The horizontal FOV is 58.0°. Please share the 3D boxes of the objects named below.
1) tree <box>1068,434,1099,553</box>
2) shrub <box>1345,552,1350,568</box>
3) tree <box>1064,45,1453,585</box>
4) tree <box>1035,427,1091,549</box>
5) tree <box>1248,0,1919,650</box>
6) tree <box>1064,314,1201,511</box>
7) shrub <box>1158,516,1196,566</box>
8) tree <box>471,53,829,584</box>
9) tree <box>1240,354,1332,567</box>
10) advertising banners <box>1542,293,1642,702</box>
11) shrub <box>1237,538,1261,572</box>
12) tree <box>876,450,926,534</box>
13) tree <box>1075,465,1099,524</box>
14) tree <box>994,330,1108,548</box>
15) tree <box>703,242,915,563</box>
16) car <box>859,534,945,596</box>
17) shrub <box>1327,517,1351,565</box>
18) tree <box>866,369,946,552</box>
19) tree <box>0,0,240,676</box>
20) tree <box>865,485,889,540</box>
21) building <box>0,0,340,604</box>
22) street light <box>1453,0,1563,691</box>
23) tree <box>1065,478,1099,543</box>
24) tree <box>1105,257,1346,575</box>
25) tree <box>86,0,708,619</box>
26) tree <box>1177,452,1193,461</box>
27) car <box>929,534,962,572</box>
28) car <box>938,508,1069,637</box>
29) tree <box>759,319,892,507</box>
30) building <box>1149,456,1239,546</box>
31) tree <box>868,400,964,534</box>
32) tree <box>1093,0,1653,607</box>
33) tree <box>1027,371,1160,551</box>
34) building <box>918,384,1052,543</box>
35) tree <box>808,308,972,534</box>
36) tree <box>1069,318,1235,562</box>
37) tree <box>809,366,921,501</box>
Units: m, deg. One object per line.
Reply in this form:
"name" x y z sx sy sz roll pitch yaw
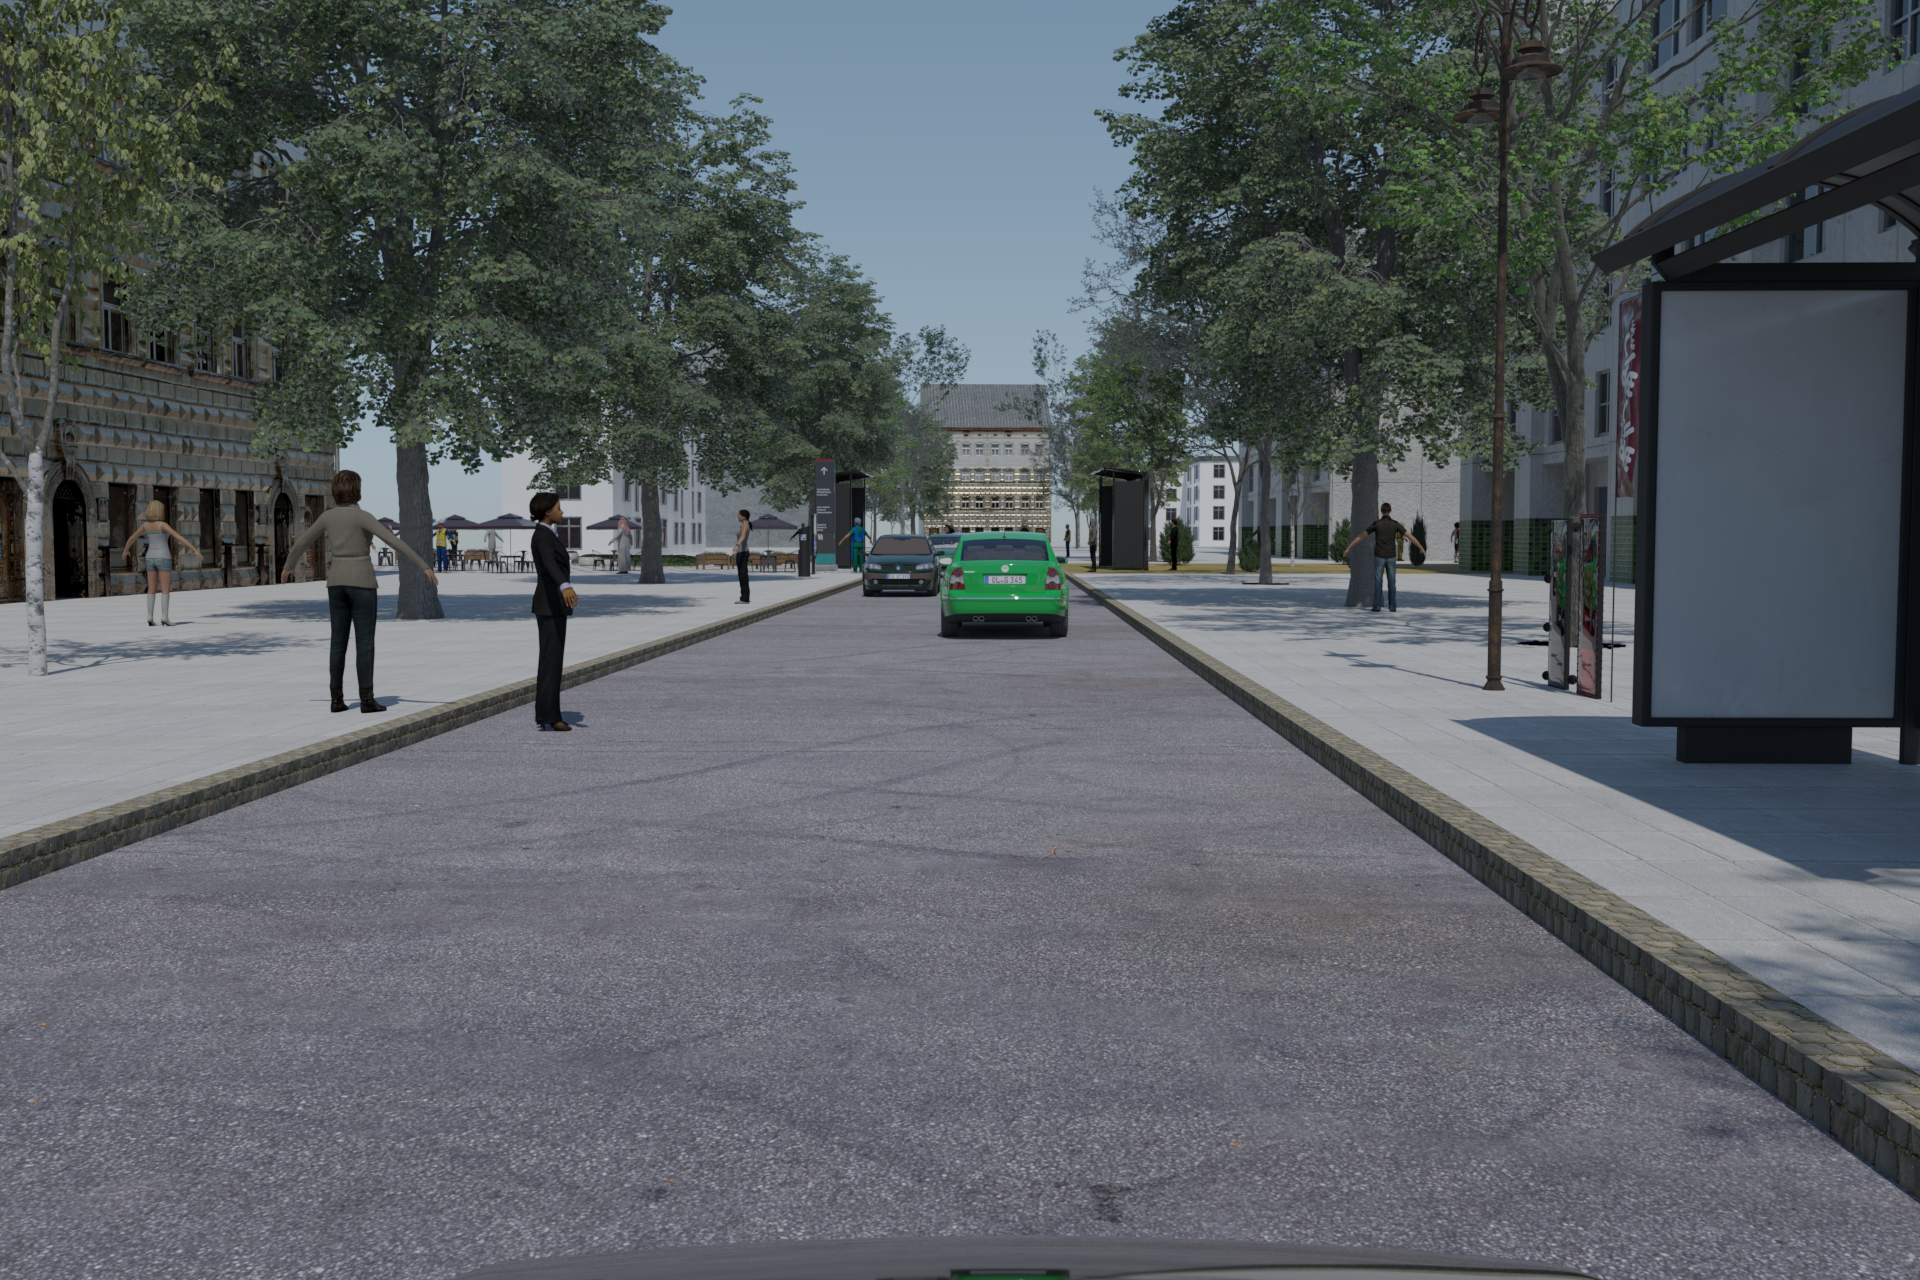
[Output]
"tree" 9.414 -10.230 117.620 4.360 8.622 3.978 0 3 0
"shrub" 13.674 -2.950 59.346 1.383 1.207 1.383 0 3 0
"tree" 7.677 -8.146 43.564 12.009 13.543 11.850 0 3 0
"tree" 10.275 -13.193 150.109 8.767 10.594 7.601 1 4 20
"tree" 6.827 -5.730 19.448 9.928 11.665 9.643 0 3 0
"tree" 8.915 -10.492 89.669 7.486 12.596 7.792 0 3 0
"shrub" 8.839 -4.067 70.530 1.661 2.075 1.752 0 3 0
"tree" -8.057 -8.435 44.564 9.857 13.997 8.962 0 3 0
"tree" 13.043 -7.154 67.334 4.360 8.622 3.978 0 3 0
"advertising banners" 4.968 -1.066 13.615 0.090 3.025 2.074 0 4 1
"shrub" 9.751 -2.871 58.058 1.383 1.207 1.383 0 3 0
"tree" -5.379 -11.181 133.174 4.360 8.622 3.978 0 3 0
"tree" 10.737 -11.730 142.143 4.360 8.622 3.978 0 3 0
"tree" 9.690 -18.686 161.401 12.611 20.169 13.585 0 3 0
"tree" -6.619 -10.459 77.667 9.857 13.997 8.962 0 3 0
"car" -1.349 -1.910 41.021 2.009 1.686 4.222 0 4 1
"shrub" 16.096 -4.137 72.052 1.690 2.028 1.600 0 3 0
"tree" -5.941 -12.957 122.215 12.009 13.543 11.850 0 3 0
"tree" -8.490 -3.991 15.611 4.737 8.622 4.395 0 3 0
"tree" -12.734 -19.487 253.016 7.601 10.594 8.767 0 4 -2
"building" -26.577 -12.700 38.578 19.493 23.208 18.063 0 4 1
"street light" 4.392 -2.525 14.071 0.468 5.910 1.993 0 4 2
"tree" 18.857 -20.029 253.226 9.928 11.665 9.643 0 3 0
"tree" 8.638 -7.320 54.102 8.767 10.594 7.601 -1 4 -19
"tree" -8.185 -7.288 25.815 9.857 13.997 8.962 0 3 0
"tree" 33.649 -20.930 252.572 12.009 13.543 11.850 0 3 0
"car" -0.415 -2.850 58.394 2.131 1.459 4.920 0 4 1
"car" 0.641 -1.022 25.498 1.959 1.807 4.718 0 4 1
"tree" -7.220 -10.481 89.494 7.486 12.596 7.792 0 3 0
"building" 26.716 -15.749 199.645 9.099 9.664 28.070 0 4 1
"tree" -4.534 -15.643 162.414 9.857 13.997 8.962 0 3 0
"tree" 7.214 -7.548 30.066 9.857 13.997 8.962 0 3 0
"tree" 10.052 -13.321 128.172 12.009 13.543 11.850 0 3 0
"building" 3.305 -25.607 252.062 18.063 23.208 19.493 0 4 -3
"tree" -6.085 -17.622 144.010 12.611 20.169 13.585 0 3 0
"tree" 9.096 -9.421 79.784 9.928 11.665 9.643 0 3 0
"tree" -6.226 -11.065 106.668 9.928 11.665 9.643 0 3 0
